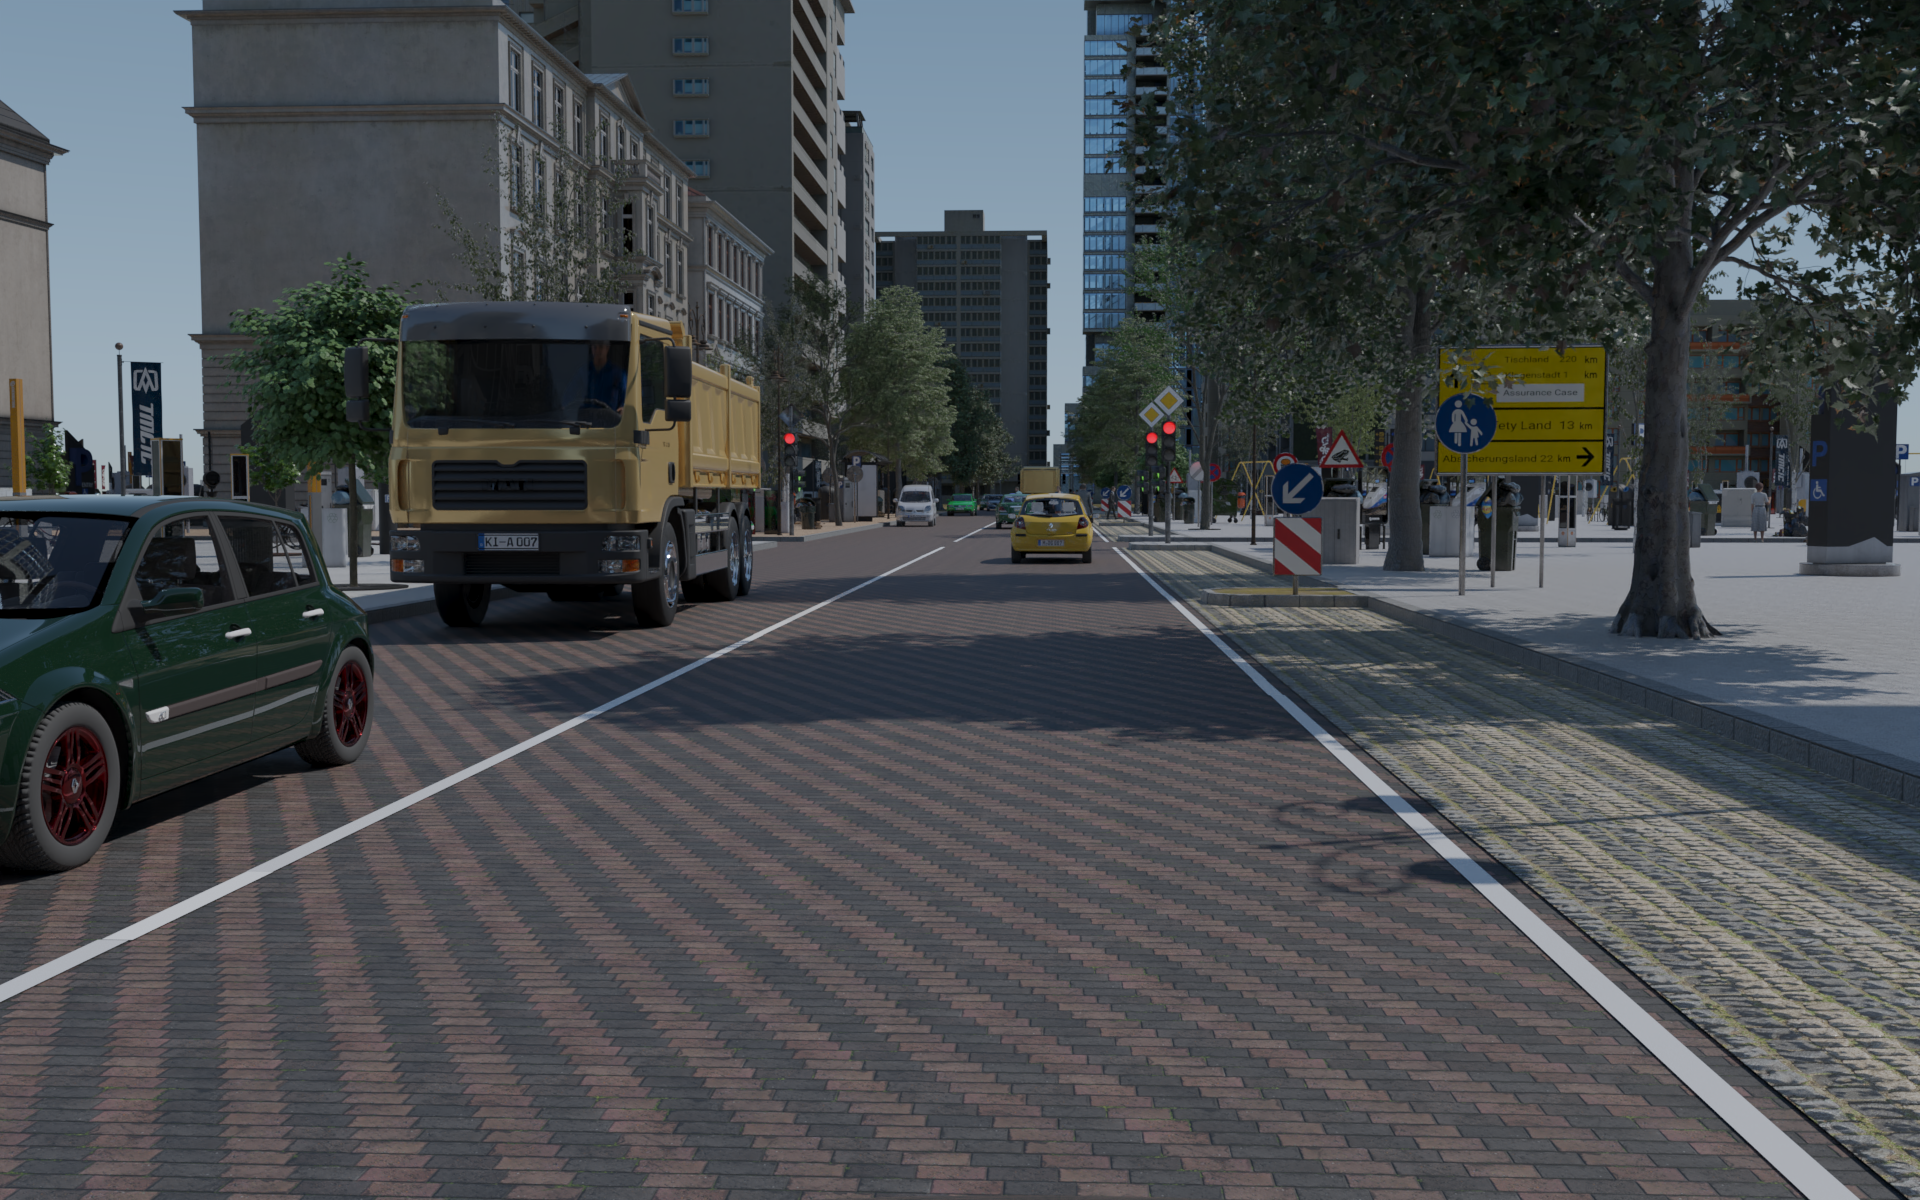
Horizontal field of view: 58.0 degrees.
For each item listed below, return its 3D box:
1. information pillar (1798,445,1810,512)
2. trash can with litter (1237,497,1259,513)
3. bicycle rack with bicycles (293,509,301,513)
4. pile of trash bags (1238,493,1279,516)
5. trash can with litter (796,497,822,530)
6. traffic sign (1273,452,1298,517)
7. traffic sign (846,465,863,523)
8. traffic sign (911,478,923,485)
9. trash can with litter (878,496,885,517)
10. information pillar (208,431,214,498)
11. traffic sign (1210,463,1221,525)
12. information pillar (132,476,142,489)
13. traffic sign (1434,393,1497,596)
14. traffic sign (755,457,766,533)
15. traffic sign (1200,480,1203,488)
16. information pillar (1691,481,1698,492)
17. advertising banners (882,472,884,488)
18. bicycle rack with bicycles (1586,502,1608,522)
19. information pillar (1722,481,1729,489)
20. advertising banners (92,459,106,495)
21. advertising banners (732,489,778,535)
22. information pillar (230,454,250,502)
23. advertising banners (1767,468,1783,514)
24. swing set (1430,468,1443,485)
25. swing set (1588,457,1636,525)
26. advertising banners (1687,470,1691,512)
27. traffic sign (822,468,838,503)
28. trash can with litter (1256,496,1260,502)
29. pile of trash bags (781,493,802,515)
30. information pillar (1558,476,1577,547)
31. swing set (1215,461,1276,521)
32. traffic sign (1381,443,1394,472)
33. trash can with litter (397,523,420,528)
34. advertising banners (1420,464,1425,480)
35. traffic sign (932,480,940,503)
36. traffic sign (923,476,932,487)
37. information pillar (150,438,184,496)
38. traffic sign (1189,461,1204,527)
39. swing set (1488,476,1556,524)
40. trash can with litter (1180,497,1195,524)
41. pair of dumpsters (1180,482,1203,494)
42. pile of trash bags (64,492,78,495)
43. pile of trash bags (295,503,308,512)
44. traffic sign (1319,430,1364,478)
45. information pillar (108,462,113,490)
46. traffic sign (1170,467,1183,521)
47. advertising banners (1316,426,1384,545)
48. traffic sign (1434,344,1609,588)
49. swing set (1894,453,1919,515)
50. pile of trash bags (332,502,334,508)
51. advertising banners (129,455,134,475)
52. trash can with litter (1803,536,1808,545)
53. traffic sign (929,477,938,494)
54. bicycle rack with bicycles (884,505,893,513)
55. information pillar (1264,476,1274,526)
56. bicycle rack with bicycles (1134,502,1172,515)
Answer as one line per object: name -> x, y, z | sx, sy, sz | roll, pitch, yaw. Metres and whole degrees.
information pillar -> 40.300, -5.591, 82.772 | 0.504, 3.616, 0.183 | 0, 4, 7
trash can with litter -> 19.678, -6.464, 116.737 | 1.678, 1.210, 2.233 | -3, 5, -43
bicycle rack with bicycles -> -15.924, -1.653, 40.417 | 2.925, 0.926, 2.852 | -1, 4, -10
pile of trash bags -> 17.571, -5.746, 103.693 | 1.912, 1.369, 3.447 | 3, 5, 39
trash can with litter -> -5.449, -3.144, 62.798 | 0.624, 1.170, 1.055 | 2, 4, 24
traffic sign -> 9.977, -3.242, 53.113 | 0.768, 2.556, 0.104 | 1, 4, 11
traffic sign -> -4.685, -4.710, 77.112 | 0.768, 2.556, 0.104 | 0, 4, 6
traffic sign -> -2.914, -7.198, 117.696 | 0.884, 2.594, 0.081 | 0, 4, 7
trash can with litter -> -4.452, -5.235, 96.972 | 0.624, 1.170, 1.055 | -2, 4, -23
information pillar -> -27.971, -4.486, 64.696 | 0.183, 3.616, 0.504 | -1, 4, -15
traffic sign -> 10.412, -4.375, 71.641 | 0.768, 2.556, 0.104 | 0, 4, 6
information pillar -> -31.116, -3.733, 65.520 | 0.304, 2.012, 0.304 | -1, 4, -15
traffic sign -> 6.347, -1.329, 21.830 | 0.768, 2.556, 0.104 | 0, 4, 4
traffic sign -> -6.817, -3.507, 57.445 | 0.768, 2.556, 0.104 | 1, 4, 11
traffic sign -> 11.056, -4.875, 79.707 | 0.884, 2.594, 0.081 | 0, 4, 8
information pillar -> 41.222, -5.672, 97.237 | 0.304, 2.012, 0.304 | 1, 4, 21
advertising banners -> -5.056, -7.330, 116.030 | 0.090, 3.025, 2.074 | -1, 4, -9
bicycle rack with bicycles -> 30.322, -4.095, 80.337 | 2.852, 0.926, 2.925 | 1, 4, 17
information pillar -> 42.234, -5.574, 95.620 | 0.304, 2.012, 0.304 | 2, 4, 27
advertising banners -> -43.415, -5.626, 88.178 | 0.090, 3.025, 2.074 | 3, 4, 37
advertising banners -> -6.705, -3.590, 54.885 | 2.074, 3.025, 0.090 | 0, 4, 5
information pillar -> -13.237, -1.675, 31.878 | 0.304, 2.012, 0.304 | -1, 4, -21
advertising banners -> 54.989, -7.473, 118.377 | 2.074, 3.025, 0.090 | 0, 4, -1
swing set -> 29.680, -6.547, 104.665 | 3.119, 2.851, 2.862 | -2, 4, -24
swing set -> 28.478, -4.627, 73.274 | 2.862, 2.851, 3.119 | 0, 4, 5
advertising banners -> 51.741, -7.735, 122.647 | 0.090, 3.025, 2.074 | 1, 4, 8
traffic sign -> -6.239, -5.081, 83.180 | 0.768, 2.556, 0.104 | 0, 4, 7
trash can with litter -> 18.407, -5.997, 109.432 | 1.055, 1.170, 0.624 | 1, 4, 16
pile of trash bags -> -9.346, -5.248, 95.557 | 1.912, 1.369, 3.447 | 0, 4, -3
information pillar -> 14.652, -2.279, 41.752 | 0.304, 2.012, 0.304 | -2, 4, -30
swing set -> 14.088, -5.235, 83.207 | 2.862, 2.851, 3.119 | -1, 4, -18
traffic sign -> 10.664, -2.583, 42.345 | 0.768, 2.556, 0.104 | 1, 4, 9
trash can with litter -> -20.685, -3.283, 65.064 | 1.055, 1.170, 0.624 | -1, 4, -11
advertising banners -> 27.729, -6.450, 101.649 | 2.074, 3.025, 0.090 | 3, 5, 40
traffic sign -> -1.804, -7.757, 128.949 | 0.606, 2.300, 0.079 | 1, 4, 13
traffic sign -> -2.403, -7.433, 121.538 | 0.884, 2.594, 0.081 | 0, 4, 5
information pillar -> -10.442, -1.123, 22.860 | 0.304, 2.012, 0.304 | 3, 5, 44
traffic sign -> 9.302, -4.120, 67.473 | 0.768, 2.556, 0.104 | 1, 4, 9
swing set -> 23.670, -4.562, 72.202 | 3.119, 2.851, 2.862 | 0, 4, 0
trash can with litter -> 9.829, -3.869, 74.644 | 0.624, 1.170, 1.055 | 1, 4, 9
pair of dumpsters -> 13.379, -5.897, 98.915 | 1.574, 2.255, 4.437 | 0, 4, 3
pile of trash bags -> -35.444, -3.539, 67.609 | 3.447, 1.369, 1.912 | 2, 4, 33
pile of trash bags -> -43.406, -6.304, 112.815 | 1.912, 1.369, 3.447 | 1, 4, 16
traffic sign -> 7.710, -2.144, 35.051 | 0.884, 2.594, 0.081 | 1, 4, 11
information pillar -> -61.758, -8.233, 125.957 | 0.183, 3.616, 0.504 | 0, 4, -1
traffic sign -> 10.335, -5.111, 83.561 | 0.884, 2.594, 0.081 | 1, 4, 10
advertising banners -> 9.995, -2.956, 44.521 | 0.090, 3.025, 2.074 | -3, 5, -44
traffic sign -> 7.642, -1.822, 23.662 | 2.265, 3.308, 0.079 | 0, 4, 8
swing set -> 35.321, -4.189, 66.116 | 3.119, 2.851, 2.862 | 1, 4, 23
pile of trash bags -> -41.792, -6.604, 117.731 | 3.447, 1.369, 1.912 | 1, 4, 9
advertising banners -> -36.763, -5.045, 78.674 | 0.090, 3.025, 2.074 | 2, 4, 29
trash can with litter -> 21.437, -1.938, 43.070 | 0.624, 1.170, 1.055 | -1, 4, -17
traffic sign -> -1.982, -7.790, 127.475 | 0.768, 2.556, 0.104 | 0, 4, 4
bicycle rack with bicycles -> -5.411, -5.773, 107.777 | 2.852, 0.926, 2.925 | -3, 5, -40
information pillar -> 12.246, -3.922, 68.609 | 0.304, 2.012, 0.304 | 0, 4, -4
bicycle rack with bicycles -> 12.284, -5.799, 108.195 | 2.925, 0.926, 2.852 | -1, 4, -12
